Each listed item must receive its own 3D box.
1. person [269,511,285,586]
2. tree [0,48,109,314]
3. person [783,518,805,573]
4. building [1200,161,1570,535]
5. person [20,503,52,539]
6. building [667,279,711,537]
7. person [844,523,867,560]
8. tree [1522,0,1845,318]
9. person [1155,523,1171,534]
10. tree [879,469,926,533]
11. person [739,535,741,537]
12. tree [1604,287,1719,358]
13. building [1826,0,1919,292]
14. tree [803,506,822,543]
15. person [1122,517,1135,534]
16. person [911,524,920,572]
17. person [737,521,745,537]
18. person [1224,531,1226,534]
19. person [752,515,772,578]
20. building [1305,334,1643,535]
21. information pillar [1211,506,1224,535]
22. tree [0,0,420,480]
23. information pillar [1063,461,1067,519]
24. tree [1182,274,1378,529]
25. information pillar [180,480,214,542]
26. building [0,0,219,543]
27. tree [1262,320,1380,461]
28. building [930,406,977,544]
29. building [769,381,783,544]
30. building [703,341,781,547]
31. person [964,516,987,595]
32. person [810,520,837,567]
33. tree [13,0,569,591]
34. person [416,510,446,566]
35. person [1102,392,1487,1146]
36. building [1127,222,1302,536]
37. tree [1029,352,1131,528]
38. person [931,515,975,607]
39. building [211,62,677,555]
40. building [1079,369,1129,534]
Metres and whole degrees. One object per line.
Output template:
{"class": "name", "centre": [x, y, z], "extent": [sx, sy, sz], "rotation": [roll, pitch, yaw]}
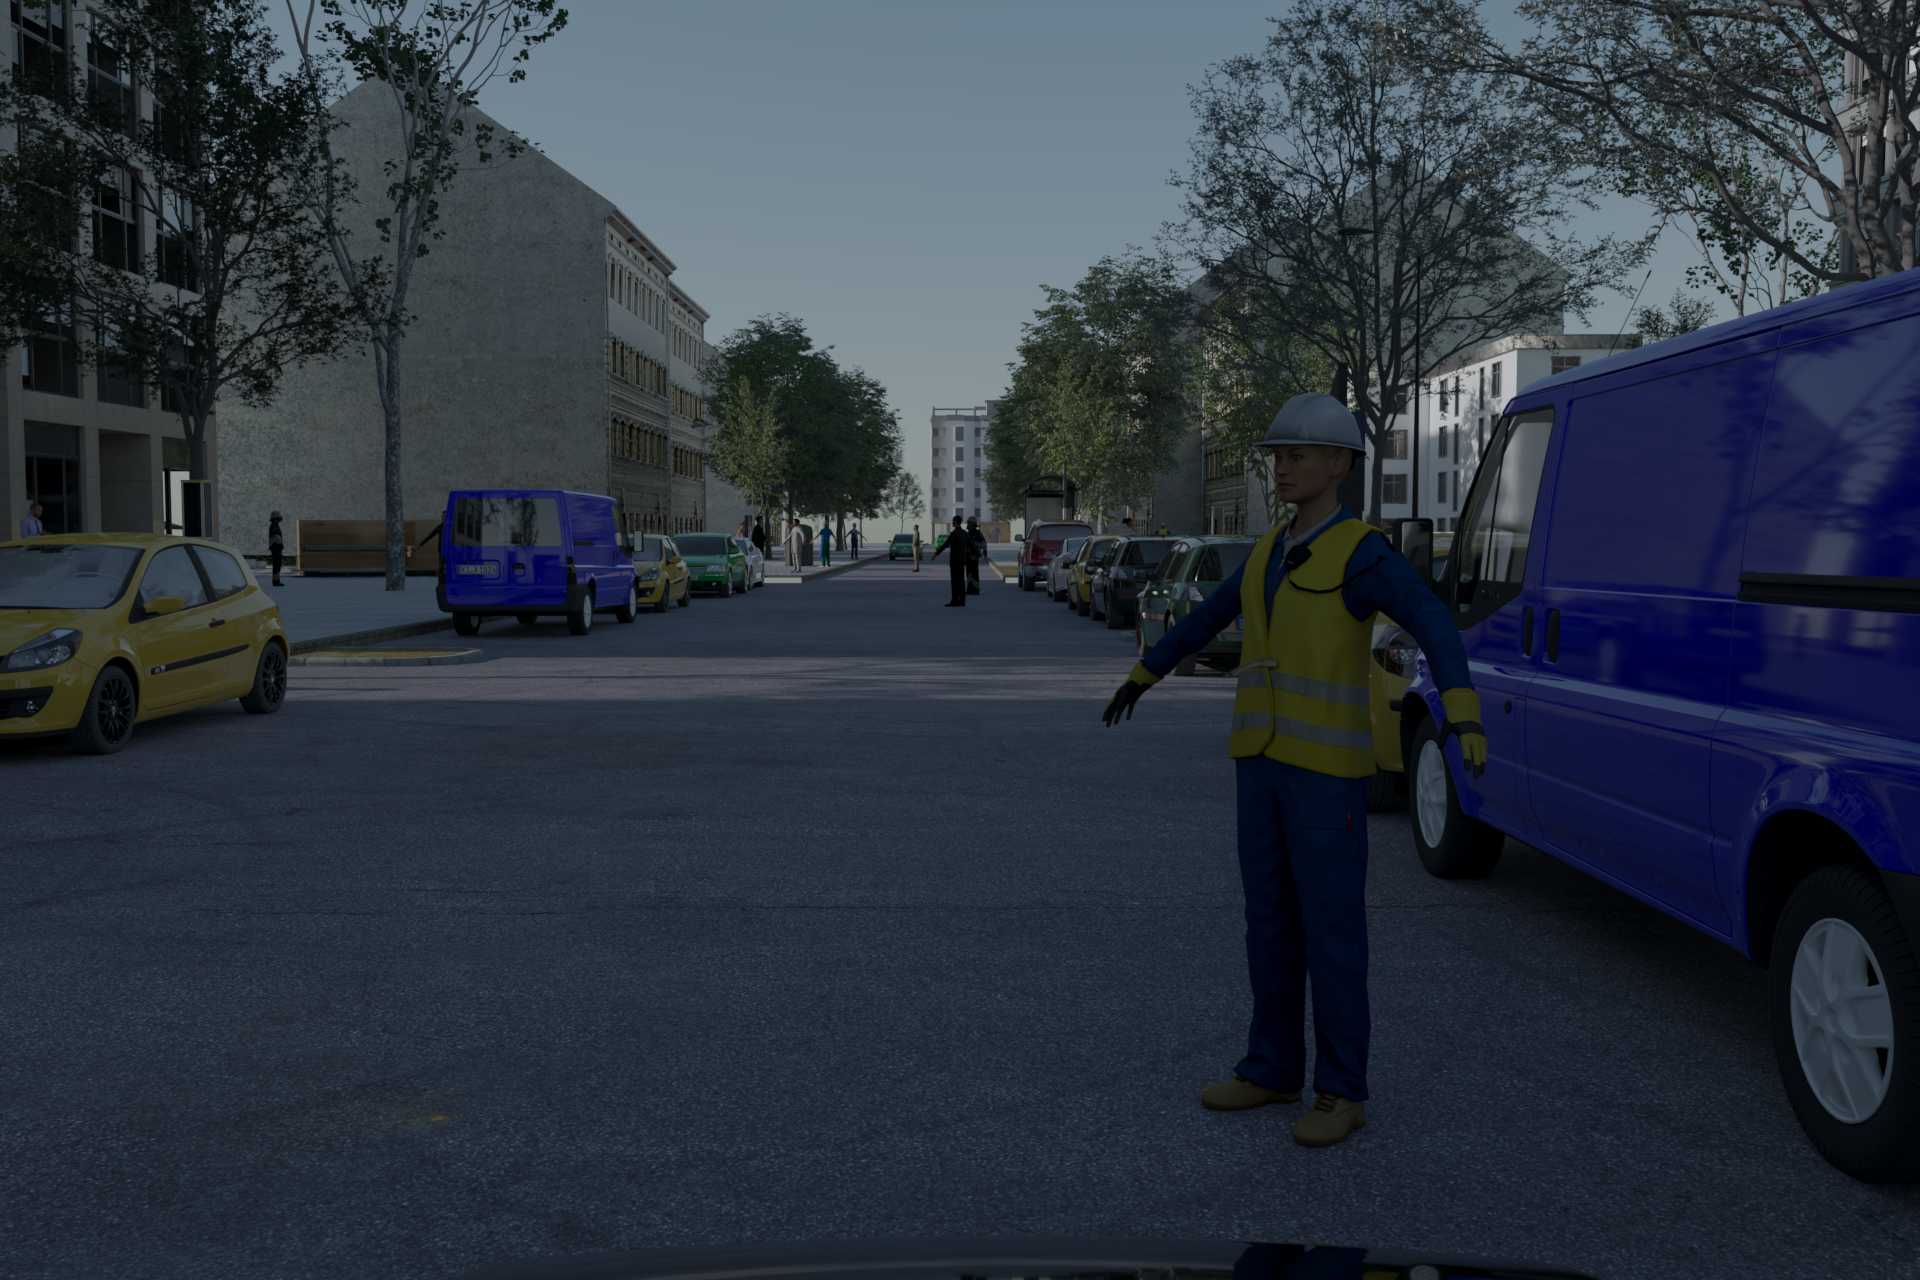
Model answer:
{"class": "person", "centre": [-16.770, -2.245, 42.571], "extent": [0.704, 1.845, 1.351], "rotation": [-2, 4, -23]}
{"class": "tree", "centre": [-12.227, -5.046, 16.912], "extent": [8.767, 10.594, 7.601], "rotation": [3, 5, 44]}
{"class": "person", "centre": [-5.466, -3.147, 57.647], "extent": [0.705, 1.806, 1.347], "rotation": [-3, 4, -36]}
{"class": "building", "centre": [26.059, -17.093, 110.396], "extent": [19.493, 23.208, 18.063], "rotation": [0, 4, 0]}
{"class": "person", "centre": [-16.628, -1.554, 31.326], "extent": [0.599, 1.838, 0.709], "rotation": [0, 4, 5]}
{"class": "building", "centre": [-26.955, -17.124, 110.913], "extent": [19.493, 23.208, 18.063], "rotation": [0, 3, 0]}
{"class": "person", "centre": [-5.218, -4.897, 85.927], "extent": [1.347, 1.847, 0.705], "rotation": [2, 4, 29]}
{"class": "tree", "centre": [23.934, -12.075, 53.316], "extent": [12.611, 20.169, 13.585], "rotation": [0, 3, 0]}
{"class": "person", "centre": [9.686, -4.692, 82.686], "extent": [1.349, 1.833, 0.705], "rotation": [1, 4, 9]}
{"class": "tree", "centre": [-8.120, -19.210, 248.500], "extent": [7.601, 10.594, 8.767], "rotation": [0, 4, 1]}
{"class": "person", "centre": [-9.213, -3.862, 72.405], "extent": [0.991, 1.433, 0.599], "rotation": [1, 4, 12]}
{"class": "tree", "centre": [27.349, -7.968, 64.691], "extent": [8.767, 10.594, 7.601], "rotation": [1, 4, 13]}
{"class": "building", "centre": [26.946, -11.663, 37.365], "extent": [8.464, 21.280, 15.925], "rotation": [0, 4, 0]}
{"class": "tree", "centre": [-19.753, -17.911, 243.205], "extent": [4.360, 8.622, 3.978], "rotation": [0, 3, 0]}
{"class": "person", "centre": [4.755, -2.504, 47.709], "extent": [0.721, 1.739, 1.217], "rotation": [1, 4, 8]}
{"class": "person", "centre": [-1.674, -3.459, 65.285], "extent": [0.705, 1.796, 1.348], "rotation": [0, 4, -1]}
{"class": "person", "centre": [-7.530, -3.302, 60.786], "extent": [0.721, 1.733, 1.217], "rotation": [1, 4, 20]}
{"class": "person", "centre": [13.454, -5.133, 89.694], "extent": [0.705, 1.858, 1.354], "rotation": [2, 4, 27]}
{"class": "person", "centre": [-5.872, -2.750, 50.902], "extent": [0.705, 1.837, 1.347], "rotation": [-2, 4, -27]}
{"class": "building", "centre": [24.179, -8.851, 86.857], "extent": [9.099, 9.664, 28.070], "rotation": [0, 4, 0]}
{"class": "information pillar", "centre": [6.804, -2.525, 45.774], "extent": [0.304, 2.012, 0.304], "rotation": [0, 3, 0]}
{"class": "tree", "centre": [-12.892, -5.754, 28.491], "extent": [8.767, 10.594, 7.601], "rotation": [1, 4, 13]}
{"class": "information pillar", "centre": [3.356, -3.925, 55.527], "extent": [0.183, 3.616, 0.504], "rotation": [0, 4, 0]}
{"class": "tree", "centre": [12.539, -8.686, 67.777], "extent": [9.928, 11.665, 9.643], "rotation": [0, 3, 0]}
{"class": "information pillar", "centre": [-10.377, -1.169, 23.599], "extent": [0.304, 2.012, 0.304], "rotation": [0, 3, 0]}
{"class": "building", "centre": [-32.541, -14.238, 35.986], "extent": [19.351, 26.588, 34.151], "rotation": [0, 3, 0]}
{"class": "tree", "centre": [12.193, -6.567, 57.739], "extent": [4.737, 8.622, 4.395], "rotation": [0, 3, 0]}
{"class": "building", "centre": [-4.044, -23.828, 248.456], "extent": [11.380, 20.090, 16.016], "rotation": [0, 4, 4]}
{"class": "building", "centre": [-28.256, -21.893, 214.369], "extent": [16.016, 20.090, 11.380], "rotation": [0, 3, 0]}
{"class": "building", "centre": [-29.233, -21.433, 181.362], "extent": [19.493, 23.208, 18.063], "rotation": [0, 4, 1]}
{"class": "person", "centre": [0.270, -1.987, 40.727], "extent": [0.705, 1.856, 1.354], "rotation": [-3, 4, -36]}
{"class": "person", "centre": [-5.244, -3.736, 67.214], "extent": [0.704, 1.817, 1.347], "rotation": [3, 5, 43]}
{"class": "tree", "centre": [-14.143, -11.223, 39.394], "extent": [12.611, 20.169, 13.585], "rotation": [0, 3, 0]}
{"class": "person", "centre": [-11.766, -2.053, 39.630], "extent": [1.348, 1.821, 0.705], "rotation": [1, 4, 9]}
{"class": "person", "centre": [0.778, 0.290, 4.184], "extent": [0.721, 1.772, 1.216], "rotation": [-2, 4, -35]}
{"class": "building", "centre": [22.677, -18.227, 128.947], "extent": [19.493, 23.208, 18.063], "rotation": [0, 4, 0]}
{"class": "tree", "centre": [4.748, -7.289, 69.542], "extent": [4.737, 8.622, 4.395], "rotation": [0, 3, 0]}
{"class": "person", "centre": [-0.072, -1.562, 34.225], "extent": [0.704, 1.802, 1.346], "rotation": [3, 4, 38]}
{"class": "building", "centre": [-25.656, -15.787, 89.045], "extent": [19.493, 23.208, 18.063], "rotation": [0, 4, 0]}
{"class": "building", "centre": [23.858, -22.672, 201.607], "extent": [19.493, 23.208, 18.063], "rotation": [0, 3, 0]}
